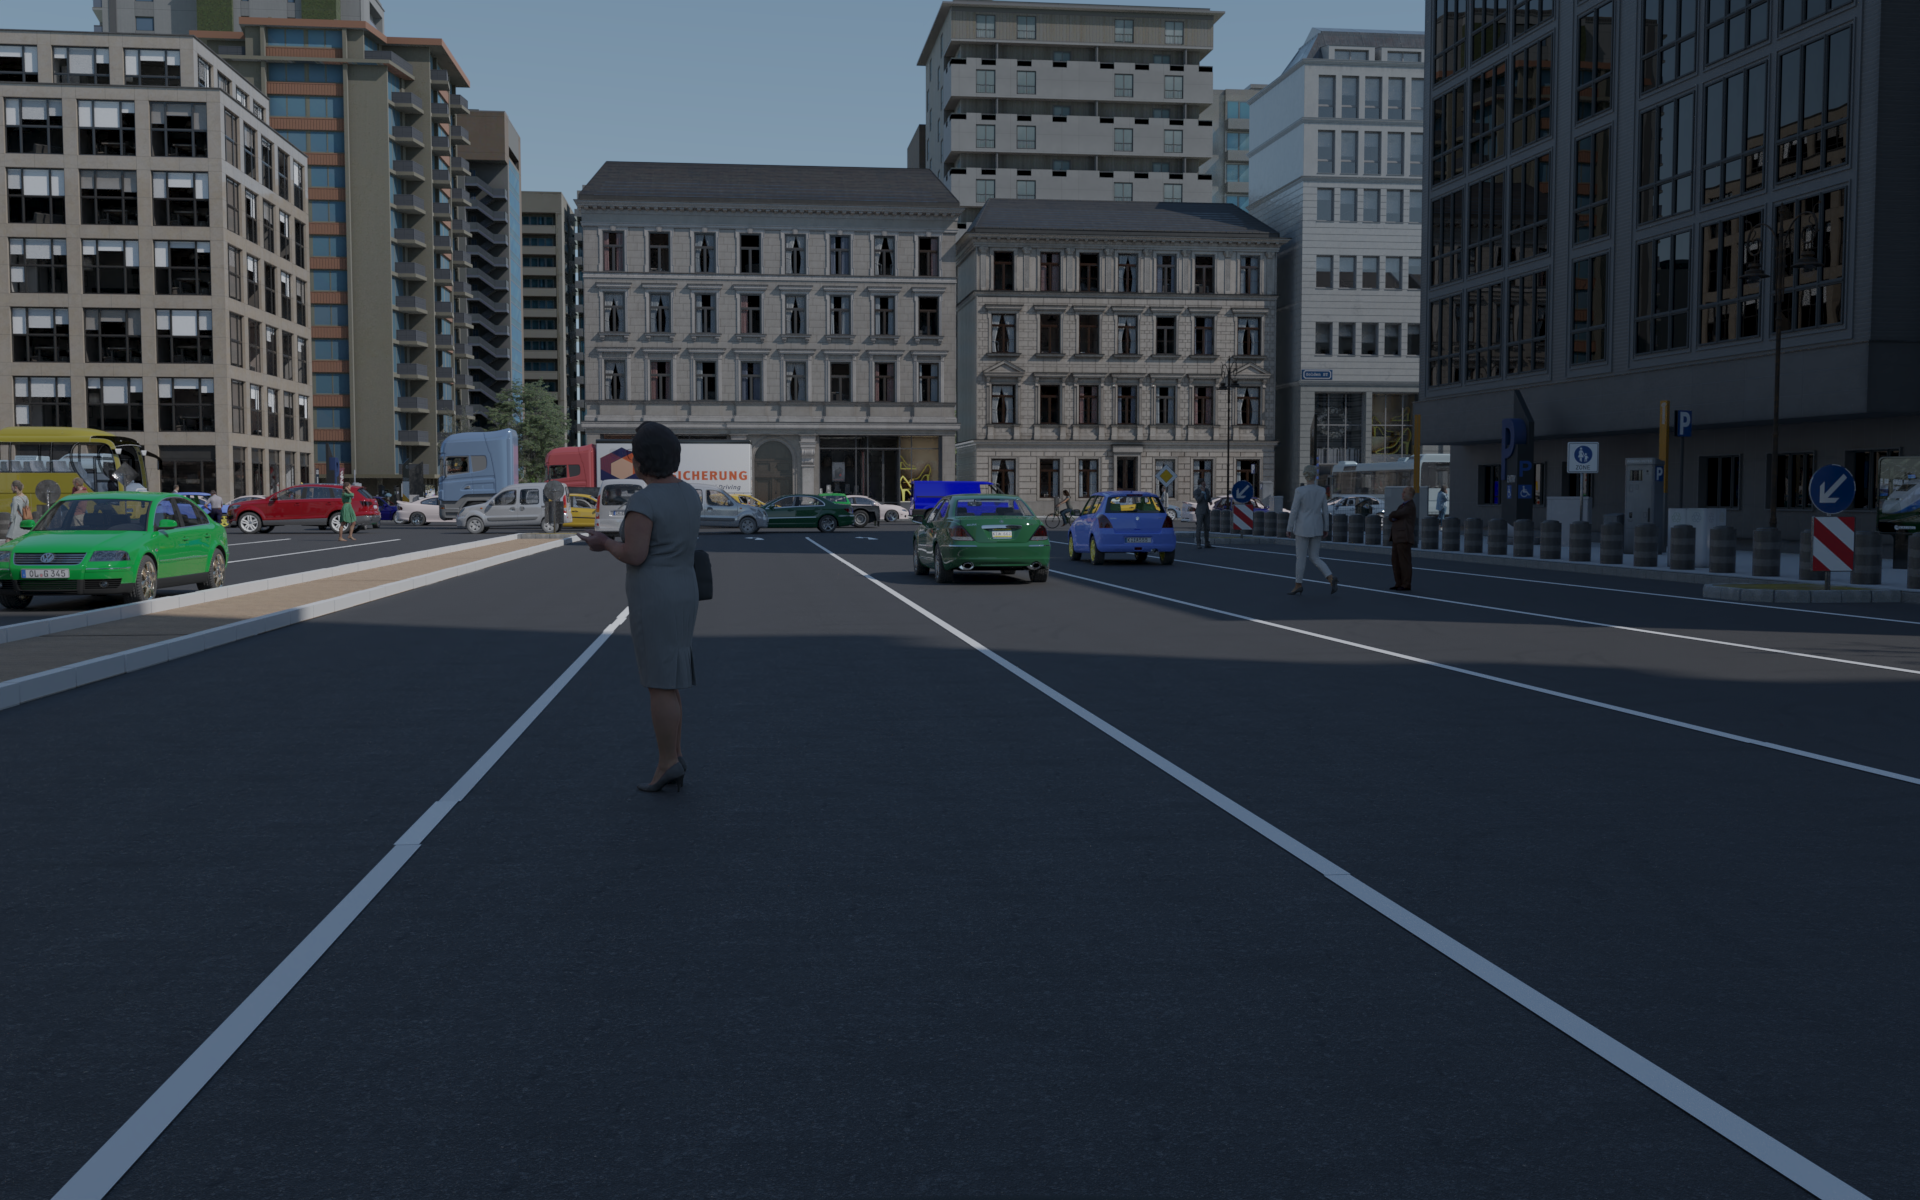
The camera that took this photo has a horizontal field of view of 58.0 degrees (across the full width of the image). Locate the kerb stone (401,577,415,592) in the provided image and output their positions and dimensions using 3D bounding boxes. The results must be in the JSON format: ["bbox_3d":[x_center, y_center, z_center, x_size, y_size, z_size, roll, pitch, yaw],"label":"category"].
[{"bbox_3d":[-8.240,-0.203,25.589,0.120,0.150,1.000,0,4,-7],"label":"kerb stone"}]

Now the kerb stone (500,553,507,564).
[{"bbox_3d":[-9.548,-0.831,35.788,0.120,0.150,1.000,0,4,-7],"label":"kerb stone"}]

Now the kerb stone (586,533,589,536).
[{"bbox_3d":[-12.031,-2.021,55.235,0.120,0.150,1.000,0,4,-7],"label":"kerb stone"}]

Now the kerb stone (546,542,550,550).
[{"bbox_3d":[-10.589,-1.330,43.982,0.120,0.150,1.000,0,4,-7],"label":"kerb stone"}]

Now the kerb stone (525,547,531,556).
[{"bbox_3d":[-10.069,-1.083,39.895,0.120,0.150,1.000,0,4,-7],"label":"kerb stone"}]

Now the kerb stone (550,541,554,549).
[{"bbox_3d":[-10.720,-1.395,45.004,0.120,0.150,1.000,0,4,-7],"label":"kerb stone"}]

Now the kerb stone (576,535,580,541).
[{"bbox_3d":[-11.644,-1.833,52.165,0.120,0.150,1.000,0,4,-7],"label":"kerb stone"}]

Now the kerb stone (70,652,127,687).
[{"bbox_3d":[-6.671,0.542,13.331,0.120,0.150,1.000,0,4,-7],"label":"kerb stone"}]

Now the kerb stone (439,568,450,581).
[{"bbox_3d":[-8.624,-0.395,28.653,0.120,0.150,1.000,0,4,-7],"label":"kerb stone"}]

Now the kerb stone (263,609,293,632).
[{"bbox_3d":[-7.324,0.229,18.445,0.120,0.150,1.000,0,4,-7],"label":"kerb stone"}]

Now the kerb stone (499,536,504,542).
[{"bbox_3d":[-13.592,-1.754,50.866,0.120,0.150,1.000,0,4,-7],"label":"kerb stone"}]

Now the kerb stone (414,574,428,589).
[{"bbox_3d":[-8.361,-0.270,26.610,0.120,0.150,1.000,0,4,-7],"label":"kerb stone"}]

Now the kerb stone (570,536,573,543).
[{"bbox_3d":[-11.380,-1.708,50.124,0.120,0.150,1.000,0,4,-7],"label":"kerb stone"}]

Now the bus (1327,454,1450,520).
[{"bbox_3d":[21.444,-5.574,86.003,2.948,3.499,13.247,0,4,-7],"label":"bus"}]

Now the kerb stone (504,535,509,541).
[{"bbox_3d":[-13.720,-1.814,51.887,0.120,0.150,1.000,0,4,-7],"label":"kerb stone"}]

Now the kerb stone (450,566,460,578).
[{"bbox_3d":[-8.760,-0.457,29.671,0.120,0.150,1.000,0,4,-7],"label":"kerb stone"}]

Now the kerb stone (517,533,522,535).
[{"bbox_3d":[-14.115,-2.002,54.957,0.120,0.150,1.000,0,4,-7],"label":"kerb stone"}]

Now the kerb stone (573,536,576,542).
[{"bbox_3d":[-11.515,-1.771,51.145,0.120,0.150,1.000,0,4,-7],"label":"kerb stone"}]

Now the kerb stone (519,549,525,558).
[{"bbox_3d":[-9.937,-1.020,38.870,0.120,0.150,1.000,0,4,-7],"label":"kerb stone"}]

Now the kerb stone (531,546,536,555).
[{"bbox_3d":[-10.194,-1.140,40.916,0.120,0.150,1.000,0,4,-7],"label":"kerb stone"}]

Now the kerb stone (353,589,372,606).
[{"bbox_3d":[-7.849,-0.020,22.528,0.120,0.150,1.000,0,4,-7],"label":"kerb stone"}]

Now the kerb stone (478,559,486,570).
[{"bbox_3d":[-9.142,-0.644,32.731,0.120,0.150,1.000,0,4,-7],"label":"kerb stone"}]

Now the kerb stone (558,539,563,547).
[{"bbox_3d":[-10.979,-1.520,47.051,0.120,0.150,1.000,0,4,-7],"label":"kerb stone"}]

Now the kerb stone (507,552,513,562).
[{"bbox_3d":[-9.677,-0.894,36.809,0.120,0.150,1.000,0,4,-7],"label":"kerb stone"}]

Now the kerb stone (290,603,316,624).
[{"bbox_3d":[-7.453,0.167,19.464,0.120,0.150,1.000,0,4,-7],"label":"kerb stone"}]

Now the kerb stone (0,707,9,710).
[{"bbox_3d":[-6.399,0.668,11.286,0.120,0.150,1.000,0,4,-7],"label":"kerb stone"}]

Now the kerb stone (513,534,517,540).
[{"bbox_3d":[-13.988,-1.941,53.937,0.120,0.150,1.000,0,4,-7],"label":"kerb stone"}]

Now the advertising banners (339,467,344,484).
[{"bbox_3d":[-40.892,-7.162,113.284,0.090,3.025,2.074,1,4,18],"label":"advertising banners"}]

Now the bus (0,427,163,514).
[{"bbox_3d":[-36.232,-4.420,63.808,12.252,3.916,2.896,0,4,-5],"label":"bus"}]

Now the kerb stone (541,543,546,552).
[{"bbox_3d":[-10.462,-1.265,42.959,0.120,0.150,1.000,0,4,-7],"label":"kerb stone"}]

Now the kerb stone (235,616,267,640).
[{"bbox_3d":[-7.191,0.292,17.416,0.120,0.150,1.000,0,4,-7],"label":"kerb stone"}]

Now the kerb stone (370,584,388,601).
[{"bbox_3d":[-7.974,-0.078,23.548,0.120,0.150,1.000,0,4,-7],"label":"kerb stone"}]

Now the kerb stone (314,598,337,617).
[{"bbox_3d":[-7.582,0.105,20.484,0.120,0.150,1.000,0,4,-7],"label":"kerb stone"}]

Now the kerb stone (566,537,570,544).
[{"bbox_3d":[-11.244,-1.641,49.106,0.120,0.150,1.000,0,4,-7],"label":"kerb stone"}]

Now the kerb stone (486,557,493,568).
[{"bbox_3d":[-9.282,-0.707,33.750,0.120,0.150,1.000,0,4,-7],"label":"kerb stone"}]

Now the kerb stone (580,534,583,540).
[{"bbox_3d":[-11.767,-1.895,53.189,0.120,0.150,1.000,0,4,-7],"label":"kerb stone"}]

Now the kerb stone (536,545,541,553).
[{"bbox_3d":[-10.332,-1.207,41.934,0.120,0.150,1.000,0,4,-7],"label":"kerb stone"}]

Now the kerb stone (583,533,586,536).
[{"bbox_3d":[-11.903,-1.958,54.215,0.120,0.150,1.000,0,4,-7],"label":"kerb stone"}]

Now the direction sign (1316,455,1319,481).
[{"bbox_3d":[20.468,-6.595,99.822,0.379,3.537,0.876,2,4,35],"label":"direction sign"}]

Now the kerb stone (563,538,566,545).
[{"bbox_3d":[-11.111,-1.583,48.077,0.120,0.150,1.000,0,4,-7],"label":"kerb stone"}]

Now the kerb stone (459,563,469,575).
[{"bbox_3d":[-8.882,-0.520,30.692,0.120,0.150,1.000,0,4,-7],"label":"kerb stone"}]

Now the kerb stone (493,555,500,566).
[{"bbox_3d":[-9.413,-0.765,34.770,0.120,0.150,1.000,0,4,-7],"label":"kerb stone"}]

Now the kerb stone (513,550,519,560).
[{"bbox_3d":[-9.805,-0.956,37.834,0.120,0.150,1.000,0,4,-7],"label":"kerb stone"}]

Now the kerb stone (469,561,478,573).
[{"bbox_3d":[-9.012,-0.579,31.712,0.120,0.150,1.000,0,4,-7],"label":"kerb stone"}]

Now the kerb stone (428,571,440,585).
[{"bbox_3d":[-8.487,-0.331,27.630,0.120,0.150,1.000,0,4,-7],"label":"kerb stone"}]

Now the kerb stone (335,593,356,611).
[{"bbox_3d":[-7.707,0.045,21.505,0.120,0.150,1.000,0,4,-7],"label":"kerb stone"}]

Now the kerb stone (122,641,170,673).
[{"bbox_3d":[-6.793,0.480,14.351,0.120,0.150,1.000,0,4,-7],"label":"kerb stone"}]

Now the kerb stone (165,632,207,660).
[{"bbox_3d":[-6.923,0.417,15.371,0.120,0.150,1.000,0,4,-7],"label":"kerb stone"}]

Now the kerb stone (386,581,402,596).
[{"bbox_3d":[-8.106,-0.145,24.567,0.120,0.150,1.000,0,4,-7],"label":"kerb stone"}]

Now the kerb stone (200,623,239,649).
[{"bbox_3d":[-7.058,0.355,16.394,0.120,0.150,1.000,0,4,-7],"label":"kerb stone"}]

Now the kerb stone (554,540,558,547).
[{"bbox_3d":[-10.855,-1.458,46.027,0.120,0.150,1.000,0,4,-7],"label":"kerb stone"}]

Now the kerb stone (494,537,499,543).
[{"bbox_3d":[-13.458,-1.691,49.839,0.120,0.150,1.000,0,4,-7],"label":"kerb stone"}]

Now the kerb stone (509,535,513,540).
[{"bbox_3d":[-13.850,-1.875,52.913,0.120,0.150,1.000,0,4,-7],"label":"kerb stone"}]

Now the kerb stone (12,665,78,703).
[{"bbox_3d":[-6.537,0.605,12.306,0.120,0.150,1.000,0,4,-7],"label":"kerb stone"}]
